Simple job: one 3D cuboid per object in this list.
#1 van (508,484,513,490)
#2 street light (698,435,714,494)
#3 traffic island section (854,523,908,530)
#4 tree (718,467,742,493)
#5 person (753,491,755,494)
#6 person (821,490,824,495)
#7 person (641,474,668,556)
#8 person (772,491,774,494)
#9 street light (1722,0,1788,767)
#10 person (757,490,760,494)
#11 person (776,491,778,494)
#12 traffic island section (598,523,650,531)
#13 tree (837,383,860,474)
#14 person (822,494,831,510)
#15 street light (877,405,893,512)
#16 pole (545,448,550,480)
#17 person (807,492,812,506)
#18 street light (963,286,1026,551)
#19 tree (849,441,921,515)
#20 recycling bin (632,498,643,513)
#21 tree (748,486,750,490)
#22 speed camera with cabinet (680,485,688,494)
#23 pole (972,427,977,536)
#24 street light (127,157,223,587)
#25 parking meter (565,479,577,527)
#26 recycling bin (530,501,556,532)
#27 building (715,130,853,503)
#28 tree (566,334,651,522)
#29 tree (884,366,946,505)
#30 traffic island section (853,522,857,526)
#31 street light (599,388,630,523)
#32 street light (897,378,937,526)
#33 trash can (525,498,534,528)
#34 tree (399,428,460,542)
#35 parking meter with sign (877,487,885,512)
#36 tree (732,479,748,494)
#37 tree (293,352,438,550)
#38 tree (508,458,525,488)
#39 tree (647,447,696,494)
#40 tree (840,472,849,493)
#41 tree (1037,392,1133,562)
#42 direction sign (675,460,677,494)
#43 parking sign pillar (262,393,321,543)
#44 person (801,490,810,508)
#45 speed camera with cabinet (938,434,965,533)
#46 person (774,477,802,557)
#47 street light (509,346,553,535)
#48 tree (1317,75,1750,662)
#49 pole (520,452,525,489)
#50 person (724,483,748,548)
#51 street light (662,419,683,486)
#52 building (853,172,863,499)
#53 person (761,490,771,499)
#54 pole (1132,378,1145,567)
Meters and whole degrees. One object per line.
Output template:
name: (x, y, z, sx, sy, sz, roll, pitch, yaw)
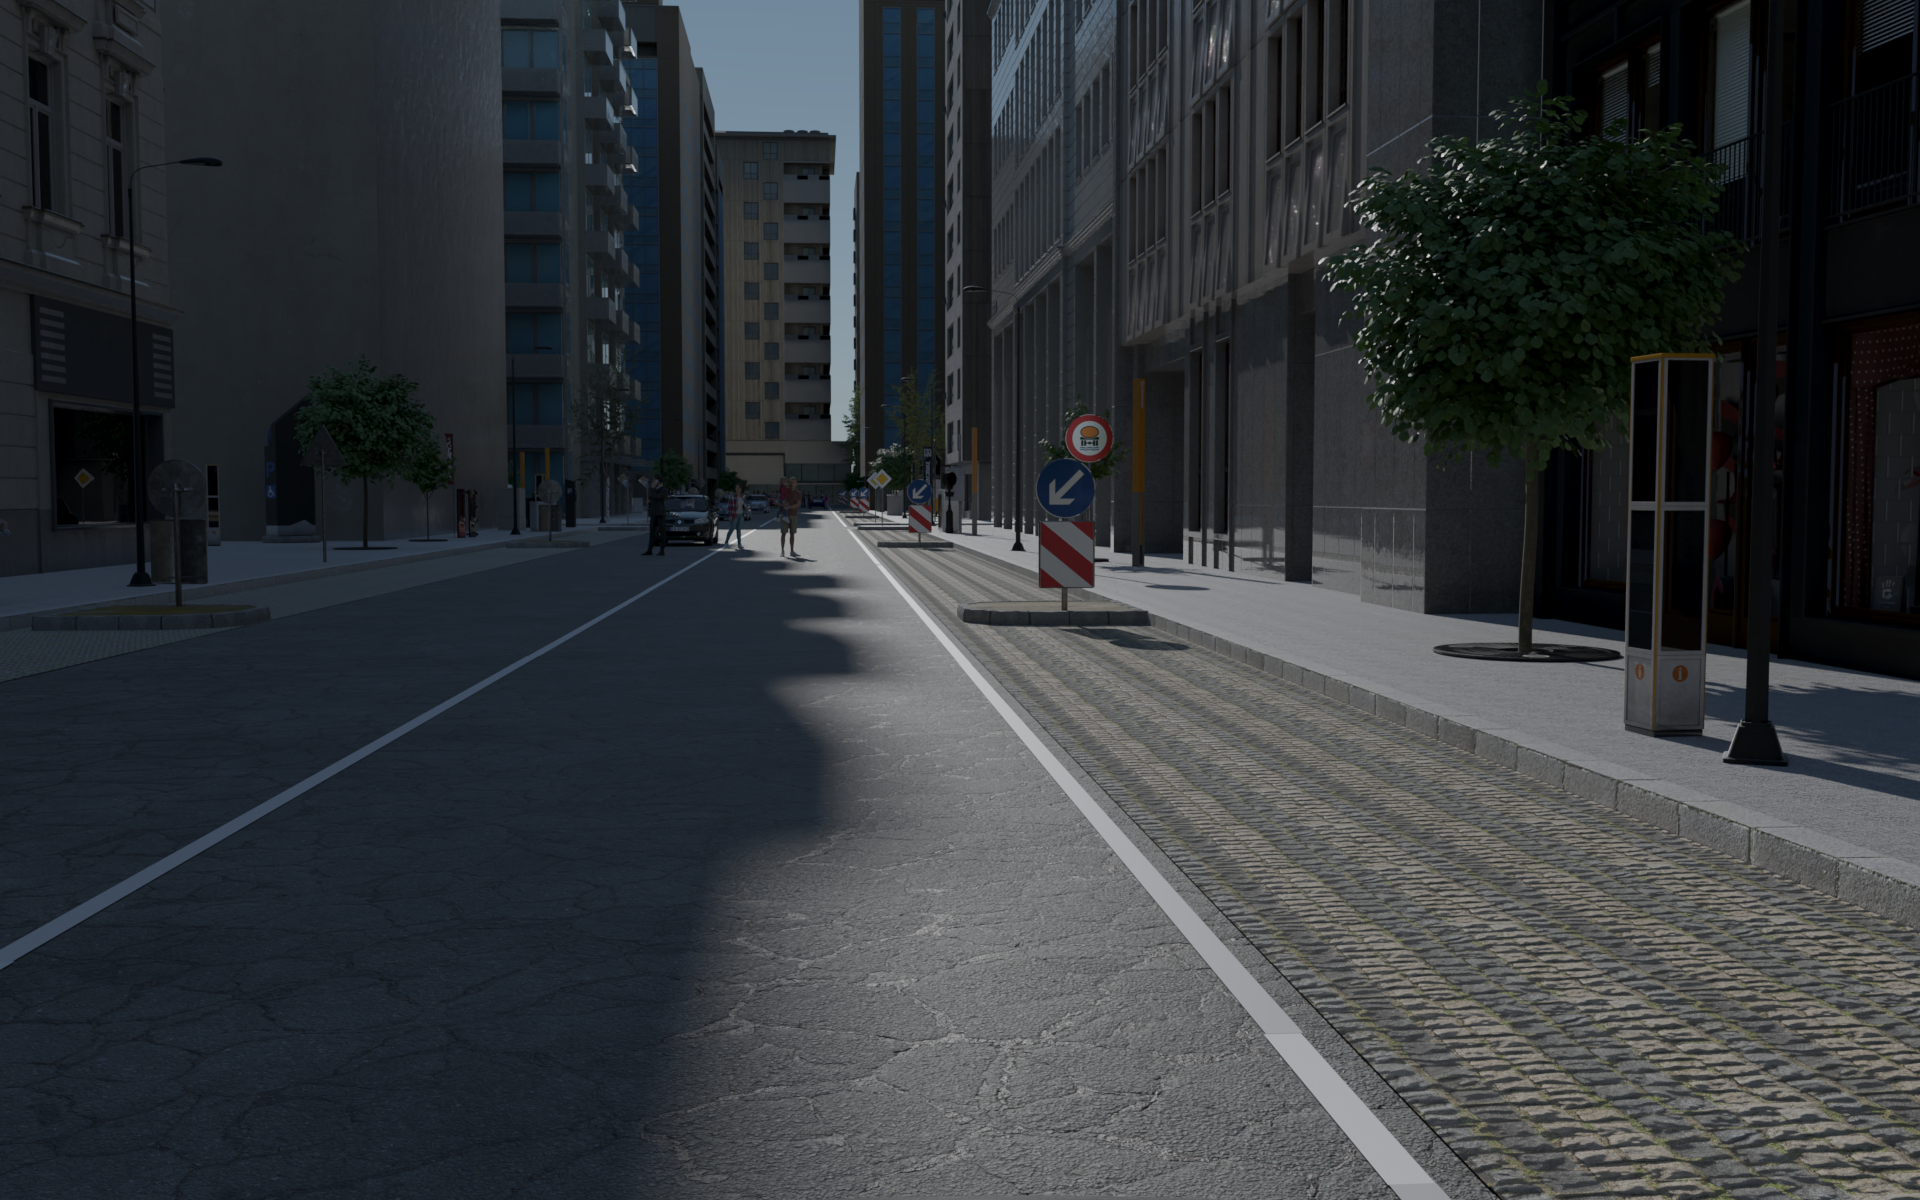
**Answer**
van: (-20.371, -3.935, 71.344, 4.112, 2.044, 2.013, 0, 4, -6)
street light: (-20.133, -10.066, 137.123, 1.470, 5.913, 1.316, 0, 4, -5)
traffic island section: (-3.090, -2.877, 69.315, 2.009, 0.180, 2.903, 0, 4, -5)
tree: (-27.811, -13.688, 207.511, 4.285, 4.588, 4.351, 0, 3, 0)
person: (-19.082, -9.309, 161.410, 0.721, 1.735, 1.217, 2, 4, 27)
person: (-15.005, -10.917, 186.869, 0.599, 1.838, 0.709, 0, 4, -2)
person: (-7.105, -1.991, 40.423, 0.648, 1.900, 0.474, 3, 5, 44)
person: (-24.632, -13.399, 227.563, 0.705, 1.826, 1.348, 0, 4, -4)
street light: (3.280, -2.175, 8.100, 1.470, 5.913, 1.316, 0, 4, -5)
person: (-20.358, -10.144, 174.294, 0.705, 1.831, 1.348, 2, 4, 24)
person: (-21.422, -11.858, 202.388, 0.705, 1.822, 1.348, 1, 4, 15)
traffic island section: (-13.148, -2.827, 68.495, 2.009, 0.180, 2.903, 0, 4, -5)
tree: (-7.660, -14.715, 158.720, 7.486, 12.596, 7.792, 0, 3, 0)
person: (-11.924, -8.705, 154.050, 0.991, 1.433, 0.599, -3, 4, -36)
street light: (-3.427, -7.209, 90.404, 1.470, 5.913, 1.316, 0, 4, -5)
pole: (-18.190, -5.049, 76.390, 0.158, 3.312, 0.155, 0, 3, 0)
person: (-18.109, -12.217, 209.043, 0.742, 1.727, 0.445, 2, 4, 24)
street light: (0.773, -4.059, 38.901, 1.470, 5.913, 1.316, 0, 4, -5)
tree: (-4.281, -7.945, 113.613, 4.285, 4.588, 4.351, 0, 3, 0)
recycling bin: (-21.683, -6.311, 115.732, 0.722, 1.027, 0.722, -3, 5, -44)
tree: (-28.213, -14.166, 226.215, 1.663, 3.219, 1.824, 0, 3, 0)
speed camera with cabinet: (-21.328, -8.515, 133.563, 0.660, 3.252, 2.038, 1, 4, 16)
pole: (0.447, -3.622, 53.057, 0.158, 3.312, 0.155, 0, 3, 0)
street light: (-10.850, -3.145, 23.956, 1.470, 5.913, 1.316, 0, 4, -5)
parking meter: (-14.951, -3.722, 66.572, 0.399, 1.863, 0.255, 0, 4, 1)
recycling bin: (-14.299, -2.867, 59.428, 0.722, 1.027, 0.722, -2, 4, -32)
building: (-29.472, -40.378, 249.419, 27.495, 52.752, 28.713, 0, 4, -5)
tree: (-16.330, -7.934, 80.076, 4.360, 8.622, 3.978, 0, 3, 0)
tree: (-2.169, -9.169, 100.273, 4.737, 8.622, 4.395, 0, 3, 0)
traffic island section: (-3.745, -3.363, 77.273, 2.009, 0.180, 2.903, 0, 4, -5)
street light: (-15.187, -6.334, 76.097, 1.470, 5.913, 1.316, 0, 4, -5)
street light: (-1.655, -5.918, 69.305, 1.470, 5.913, 1.316, 0, 4, -5)
trash can: (-16.546, -3.315, 65.855, 0.748, 1.137, 0.748, 0, 3, 0)
tree: (-14.305, -3.199, 46.898, 1.663, 3.219, 1.824, 0, 3, 0)
parking meter with sign: (-5.711, -7.784, 123.529, 0.543, 3.016, 1.738, -1, 4, -15)
tree: (-28.186, -13.753, 219.462, 1.663, 3.219, 1.824, 0, 3, 0)
tree: (-13.828, -3.452, 40.162, 4.285, 4.588, 4.351, 0, 3, 0)
tree: (-20.717, -5.112, 78.185, 1.663, 3.219, 1.824, 0, 3, 0)
tree: (-20.056, -8.344, 120.142, 4.285, 4.588, 4.351, 0, 3, 0)
tree: (-9.608, -11.629, 173.848, 4.285, 4.588, 4.351, 0, 3, 0)
tree: (2.213, -2.347, 32.980, 1.663, 3.219, 1.824, 0, 3, 0)
direction sign: (-18.807, -7.511, 114.794, 0.379, 3.537, 0.876, 0, 4, 0)
parking sign pillar: (-17.672, -3.498, 45.667, 1.447, 3.967, 1.447, 2, 4, 26)
person: (-16.255, -10.466, 179.704, 1.350, 1.814, 0.705, 0, 4, -4)
speed camera with cabinet: (-0.306, -3.893, 57.984, 0.660, 3.252, 2.038, -1, 4, -10)
person: (-3.958, -1.909, 39.685, 0.573, 1.828, 0.580, 2, 4, 31)
street light: (-13.442, -5.003, 54.348, 1.470, 5.913, 1.316, 0, 4, -5)
tree: (4.464, -1.836, 13.735, 4.285, 4.588, 4.351, 0, 3, 0)
pole: (-21.221, -5.516, 84.023, 0.158, 3.312, 0.155, 0, 3, 0)
person: (-5.926, -2.234, 45.872, 0.563, 1.720, 0.643, -3, 5, -44)
street light: (-17.746, -8.206, 106.714, 1.470, 5.913, 1.316, 0, 4, -5)
building: (-4.487, -38.190, 248.106, 21.600, 48.544, 21.300, 0, 4, -5)
person: (-18.828, -9.672, 166.768, 1.348, 1.807, 0.705, -2, 4, -30)
pole: (3.161, -2.250, 30.626, 0.158, 3.312, 0.155, 0, 3, 0)
